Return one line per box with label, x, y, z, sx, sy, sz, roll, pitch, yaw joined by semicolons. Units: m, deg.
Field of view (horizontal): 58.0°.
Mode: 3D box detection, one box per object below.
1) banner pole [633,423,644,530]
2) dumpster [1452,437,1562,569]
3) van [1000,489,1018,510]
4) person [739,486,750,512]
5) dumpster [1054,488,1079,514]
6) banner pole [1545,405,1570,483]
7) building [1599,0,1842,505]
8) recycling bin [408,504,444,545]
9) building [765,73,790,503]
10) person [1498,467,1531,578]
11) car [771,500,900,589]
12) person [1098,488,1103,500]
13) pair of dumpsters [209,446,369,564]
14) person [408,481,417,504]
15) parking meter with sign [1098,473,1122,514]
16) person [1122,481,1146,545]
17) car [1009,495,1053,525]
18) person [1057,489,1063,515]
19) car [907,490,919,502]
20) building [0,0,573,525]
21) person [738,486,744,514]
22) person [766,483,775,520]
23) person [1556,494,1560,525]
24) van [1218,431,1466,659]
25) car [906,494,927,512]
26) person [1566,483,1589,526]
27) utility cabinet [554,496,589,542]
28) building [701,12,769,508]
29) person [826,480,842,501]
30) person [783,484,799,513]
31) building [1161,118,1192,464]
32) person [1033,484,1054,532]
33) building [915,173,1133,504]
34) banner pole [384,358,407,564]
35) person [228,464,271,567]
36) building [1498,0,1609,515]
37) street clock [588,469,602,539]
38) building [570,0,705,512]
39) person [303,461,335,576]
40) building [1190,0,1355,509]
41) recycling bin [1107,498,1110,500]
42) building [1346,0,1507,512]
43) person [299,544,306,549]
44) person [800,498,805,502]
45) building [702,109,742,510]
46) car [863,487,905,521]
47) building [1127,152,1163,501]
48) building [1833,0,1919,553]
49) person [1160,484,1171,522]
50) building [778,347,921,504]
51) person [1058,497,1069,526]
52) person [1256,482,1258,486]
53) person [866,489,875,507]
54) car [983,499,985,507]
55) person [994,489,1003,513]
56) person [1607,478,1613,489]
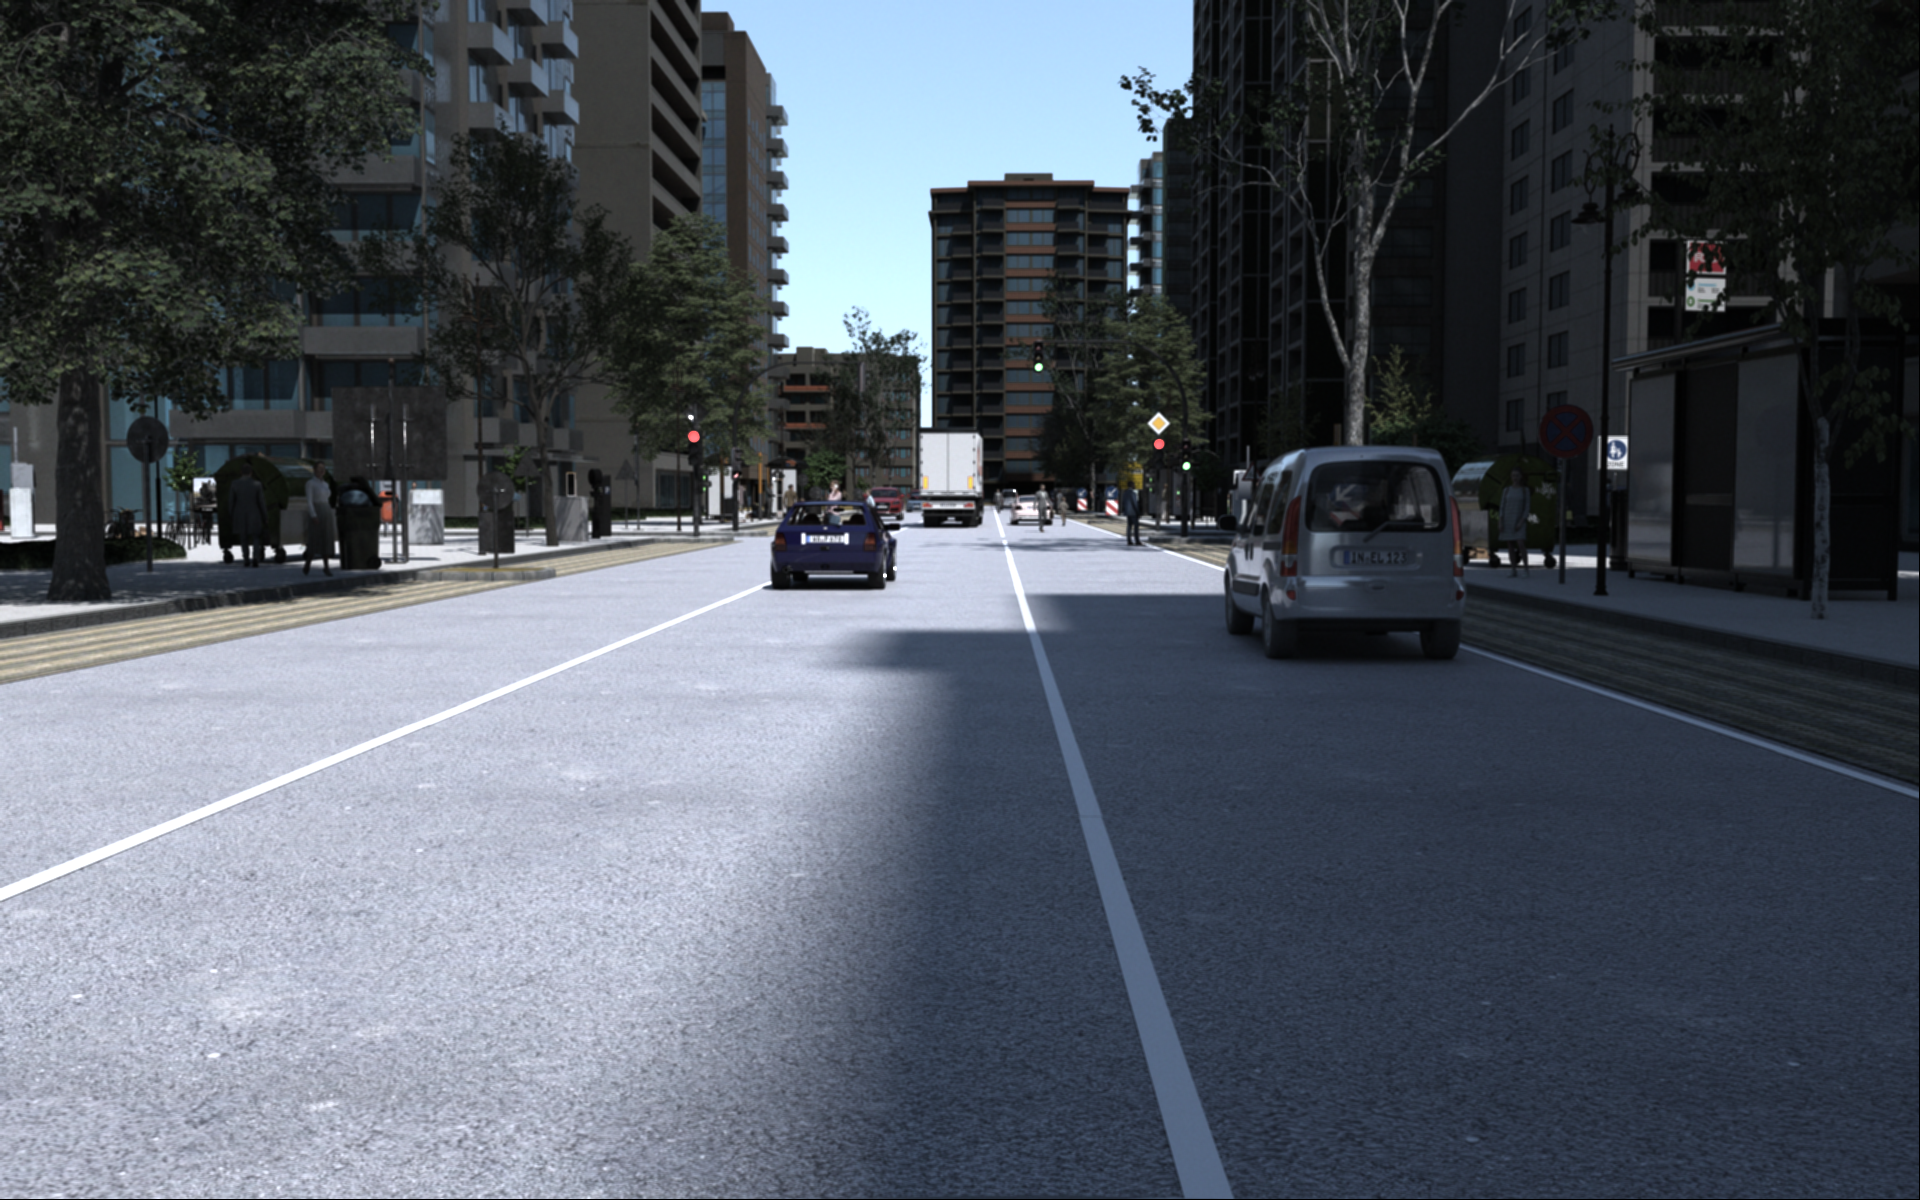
banner pole;-11.387;-4.342;61.016;0.401;3.779;0.863;0;4;0
dumpster;9.631;-1.716;30.547;1.502;2.255;1.985;0;4;1
van;4.441;-9.107;155.909;2.013;2.044;4.112;0;4;1
person;-15.241;-7.131;122.405;0.755;1.850;0.659;1;4;14
dumpster;7.611;-7.072;123.848;1.865;1.857;1.264;0;4;-1
banner pole;16.685;-3.580;48.551;0.863;3.779;0.401;1;4;9
building;37.696;-39.057;76.834;20.611;71.187;20.563;0;4;1
recycling bin;-13.529;-1.907;43.741;0.722;1.027;0.722;1;4;13
building;-34.247;-34.742;187.647;30.456;49.044;23.786;0;4;1
person;8.570;-1.202;26.700;0.512;1.701;0.522;2;4;33
car;-1.948;-0.909;27.437;1.945;1.354;3.894;0;4;1
person;10.198;-7.295;126.321;0.522;1.701;0.512;-2;4;-35
pair of dumpsters;-12.966;-1.908;33.689;1.574;2.255;4.437;0;4;1
person;-19.103;-3.286;60.526;0.760;1.731;0.466;0;4;1
parking meter with sign;10.642;-7.735;122.722;1.738;3.016;0.543;-1;4;-11
person;4.821;-2.433;48.455;0.419;1.800;0.721;-3;4;-39
car;3.334;-4.208;81.170;2.083;1.381;4.827;0;4;0
person;6.956;-6.808;120.373;0.480;1.755;0.524;0;4;-4
car;-3.448;-8.667;150.379;2.281;1.827;5.304;0;4;2
building;-31.582;-28.427;84.391;23.786;49.044;30.456;0;4;1
person;-14.178;-6.439;111.542;0.478;1.798;0.641;-3;5;-42
person;-9.474;-4.959;86.925;0.447;1.846;0.655;0;4;3
person;20.990;-3.107;61.121;0.640;1.303;0.475;0;4;2
van;3.531;-0.576;16.429;2.013;2.044;4.112;0;4;2
car;-3.307;-7.738;138.522;2.014;1.417;4.499;0;4;3
person;20.755;-3.194;58.475;1.509;1.804;0.699;-2;4;-33
utility cabinet;-10.467;-2.174;46.706;1.020;1.237;0.306;2;4;34
building;-26.238;-31.544;165.850;14.600;45.320;14.200;0;4;1
person;-2.733;-1.791;38.374;0.643;1.750;0.593;-1;4;-20
person;-7.094;-3.956;73.087;0.656;1.842;0.836;-2;4;-33
building;29.132;-31.058;191.385;14.154;41.232;14.086;0;4;1
person;3.130;-3.471;65.371;0.709;1.813;0.853;-2;4;-30
building;8.668;-35.746;239.068;28.867;44.769;22.147;0;4;1
banner pole;-10.398;-2.551;31.721;0.401;3.779;0.863;-1;4;-14
person;-12.488;-1.488;30.474;0.694;1.812;0.767;-1;4;-13
building;31.735;-41.840;122.332;20.563;71.187;20.611;0;4;1
street clock;-10.504;-2.774;49.921;0.358;2.002;0.471;-3;4;-38
building;-30.715;-30.572;123.553;21.300;48.544;21.600;0;4;1
person;-10.067;-1.274;27.104;0.641;1.798;0.478;3;4;38
building;32.374;-44.934;172.927;20.563;71.187;20.611;0;4;1
recycling bin;10.134;-6.213;114.131;0.722;1.027;0.722;-1;4;-12
building;28.512;-19.854;96.314;14.160;30.474;14.107;0;4;1
person;-15.110;-1.988;40.355;0.589;1.601;0.330;-2;4;-33
person;-6.797;-3.718;73.970;0.332;1.250;0.352;2;4;28
building;-35.502;-27.832;146.938;32.217;40.220;23.993;0;4;1
car;-4.144;-5.276;94.940;2.281;1.827;5.304;0;3;0
building;38.340;-37.903;239.320;30.456;49.044;23.786;0;4;1
building;30.535;-24.728;28.013;21.300;48.544;21.600;0;4;1
person;9.568;-4.536;80.762;0.519;1.759;0.362;-2;4;-26
building;-20.452;-24.343;243.050;28.899;21.520;27.650;0;4;1
person;4.653;-3.996;78.106;0.475;1.303;0.640;-1;4;-9
person;13.625;-4.454;78.965;0.850;1.850;0.679;-1;4;-13
person;-3.219;-3.137;61.601;0.330;1.601;0.589;-1;4;-13
car;0.849;-7.075;127.682;2.014;1.417;4.499;0;4;0
person;2.903;-7.473;130.802;0.709;1.813;0.853;-1;4;-10
person;22.788;-3.337;60.696;0.679;1.850;0.850;1;4;15
